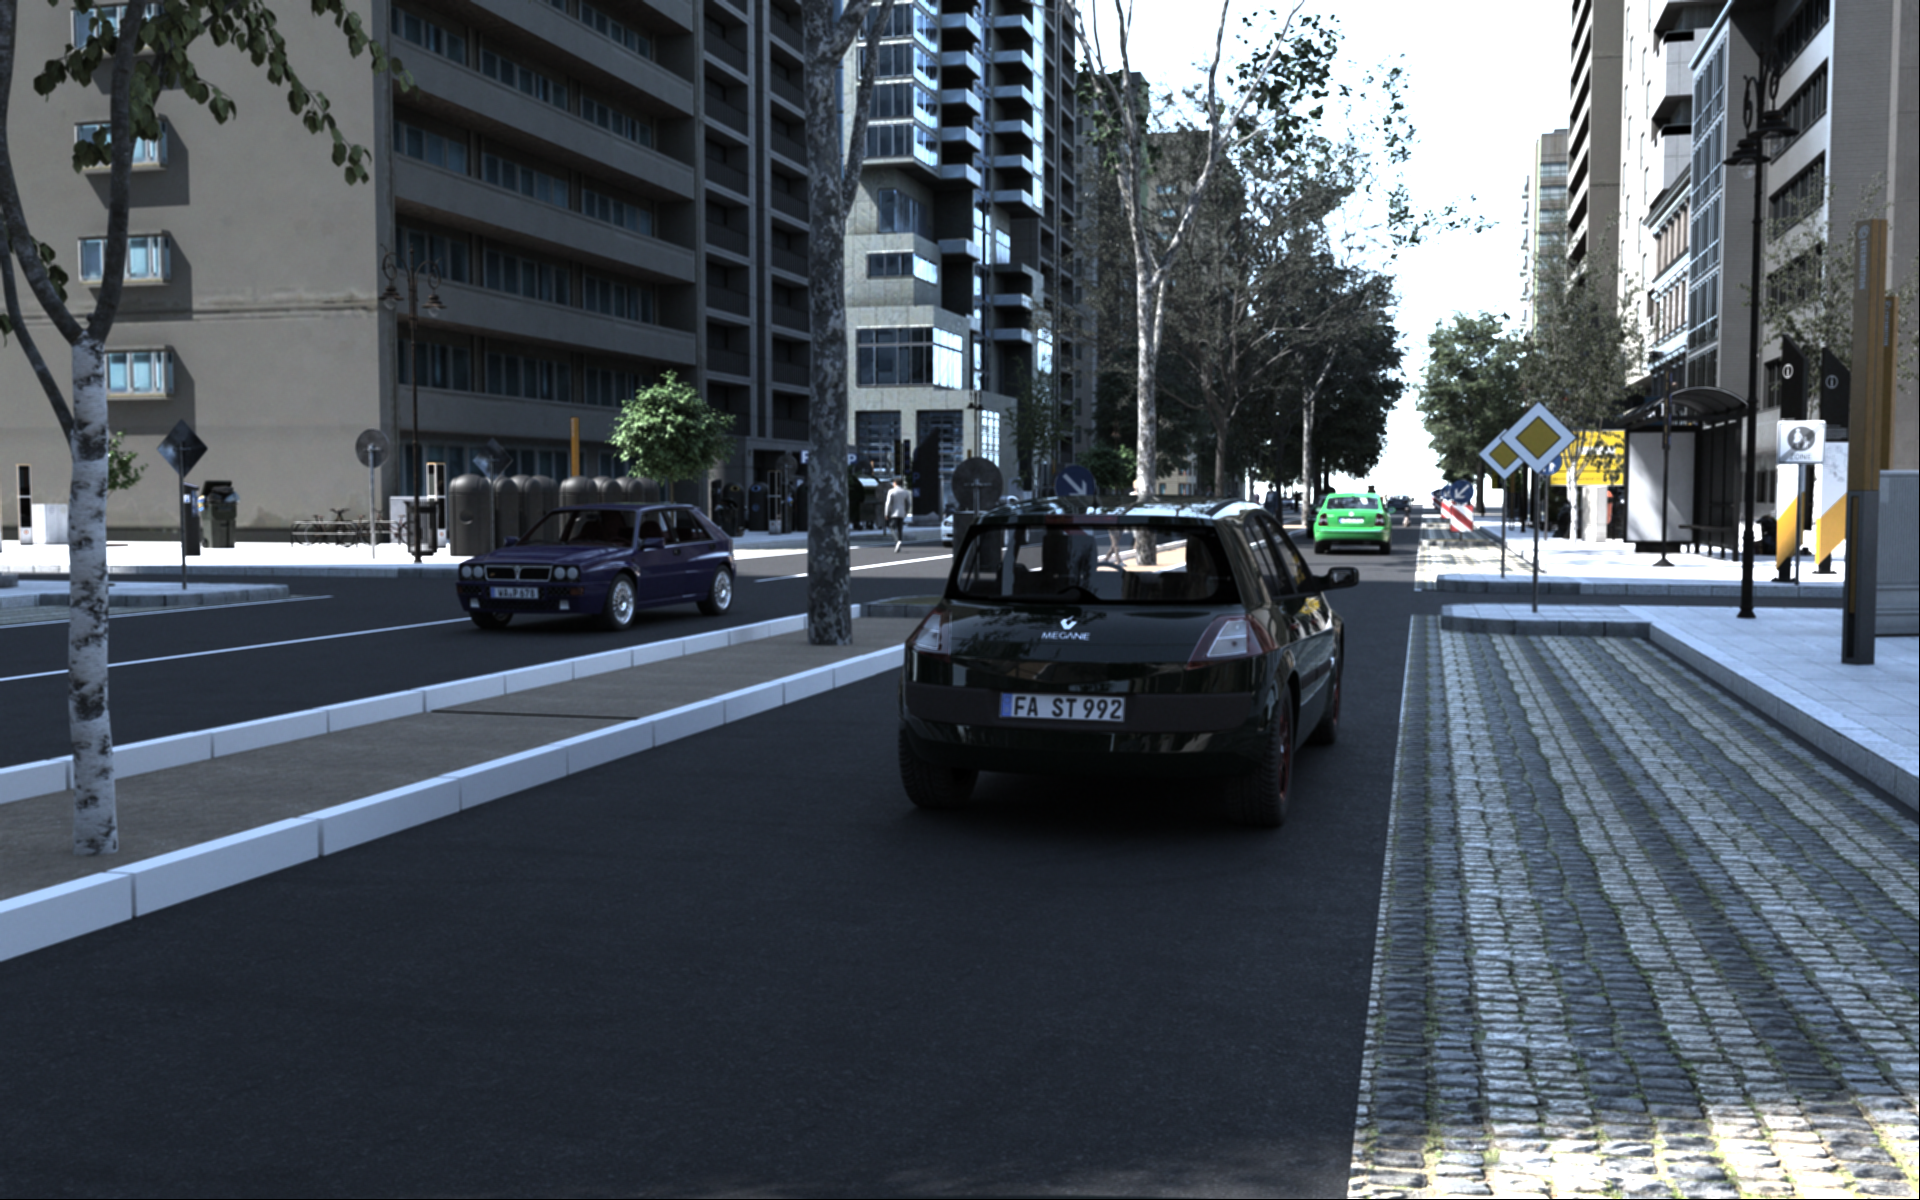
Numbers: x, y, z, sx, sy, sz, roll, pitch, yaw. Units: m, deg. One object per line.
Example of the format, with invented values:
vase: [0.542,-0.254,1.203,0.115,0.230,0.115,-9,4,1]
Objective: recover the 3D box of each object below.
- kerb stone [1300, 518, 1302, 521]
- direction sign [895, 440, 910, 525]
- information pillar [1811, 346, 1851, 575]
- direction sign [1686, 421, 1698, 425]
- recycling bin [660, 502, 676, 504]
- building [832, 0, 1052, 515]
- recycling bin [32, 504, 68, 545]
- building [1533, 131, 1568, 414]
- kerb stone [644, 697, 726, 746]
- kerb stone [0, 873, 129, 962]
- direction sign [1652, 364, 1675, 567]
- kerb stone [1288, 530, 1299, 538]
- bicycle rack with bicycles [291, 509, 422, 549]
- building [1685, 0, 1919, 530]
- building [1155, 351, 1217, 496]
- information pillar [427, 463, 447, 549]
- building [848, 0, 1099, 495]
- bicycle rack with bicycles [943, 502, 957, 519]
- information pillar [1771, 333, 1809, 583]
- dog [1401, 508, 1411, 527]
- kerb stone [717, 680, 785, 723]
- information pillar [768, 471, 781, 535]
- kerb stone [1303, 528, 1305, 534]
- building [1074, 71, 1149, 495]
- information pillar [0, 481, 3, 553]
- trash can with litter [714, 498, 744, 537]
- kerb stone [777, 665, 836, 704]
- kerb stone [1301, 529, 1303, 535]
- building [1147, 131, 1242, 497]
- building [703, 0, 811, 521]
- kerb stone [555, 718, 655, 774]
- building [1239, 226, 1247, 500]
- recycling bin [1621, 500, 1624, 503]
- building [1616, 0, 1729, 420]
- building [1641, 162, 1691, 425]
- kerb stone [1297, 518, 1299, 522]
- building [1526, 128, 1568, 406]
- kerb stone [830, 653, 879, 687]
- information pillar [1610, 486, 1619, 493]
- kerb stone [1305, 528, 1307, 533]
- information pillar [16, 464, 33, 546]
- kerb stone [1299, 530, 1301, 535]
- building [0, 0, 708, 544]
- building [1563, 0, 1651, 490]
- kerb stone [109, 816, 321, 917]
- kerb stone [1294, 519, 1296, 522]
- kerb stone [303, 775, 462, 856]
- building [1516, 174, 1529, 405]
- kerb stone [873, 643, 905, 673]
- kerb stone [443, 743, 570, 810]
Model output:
kerb stone: [17.447,-4.122,89.597,0.120,0.150,1.000,1,4,15]
direction sign: [-2.402,-4.908,72.242,0.876,3.537,0.379,3,5,42]
information pillar: [13.888,-2.215,27.573,0.504,3.616,0.183,-1,4,-11]
direction sign: [22.140,-3.691,52.353,0.379,3.537,0.876,0,4,-3]
recycling bin: [-9.286,-2.519,53.742,0.722,1.027,0.722,1,4,18]
building: [-5.623,-49.514,122.225,22.319,86.520,31.000,1,4,15]
recycling bin: [-23.237,-1.928,44.079,0.722,1.027,0.722,1,4,19]
building: [72.600,-31.400,196.990,14.154,41.232,14.086,1,4,15]
kerb stone: [-1.658,0.728,10.319,0.120,0.150,1.000,1,4,15]
kerb stone: [-2.982,1.029,5.375,0.120,0.150,1.000,1,4,15]
direction sign: [12.440,-2.356,30.518,0.379,3.537,0.876,2,4,28]
kerb stone: [11.232,-2.208,58.329,0.120,0.150,1.000,1,4,15]
bicycle rack with bicycles: [-14.917,-1.746,41.928,2.925,0.926,2.852,1,4,16]
building: [35.471,-14.833,61.580,14.314,24.678,30.058,1,4,15]
building: [15.998,-22.476,212.528,27.650,21.520,28.899,1,4,15]
information pillar: [-12.350,-2.226,40.892,0.304,2.012,0.304,2,4,32]
building: [1.123,-43.382,147.554,20.563,71.187,20.611,1,4,15]
bicycle rack with bicycles: [-1.173,-4.198,82.016,2.852,0.926,2.925,2,4,23]
information pillar: [12.037,-2.062,25.064,0.183,3.616,0.504,-1,4,-12]
dog: [19.591,-3.636,76.291,0.800,0.831,0.513,-3,4,-36]
kerb stone: [-1.391,0.666,11.305,0.120,0.150,1.000,1,4,15]
information pillar: [-5.836,-3.064,54.594,0.304,2.012,0.304,2,4,24]
kerb stone: [12.025,-2.391,61.294,0.120,0.150,1.000,1,4,15]
building: [9.807,-29.410,164.440,14.154,41.232,14.086,1,4,15]
information pillar: [-20.975,-2.021,37.538,0.304,2.012,0.304,-3,5,-39]
trash can with litter: [-6.868,-2.467,51.724,0.624,1.170,1.055,1,4,14]
kerb stone: [-1.121,0.606,12.294,0.120,0.150,1.000,1,4,15]
kerb stone: [11.762,-2.329,60.307,0.120,0.150,1.000,1,4,15]
building: [26.330,-37.431,235.697,21.300,48.544,21.600,1,4,15]
building: [-16.207,-39.474,83.659,20.563,71.187,20.611,1,4,15]
kerb stone: [-1.927,0.787,9.332,0.120,0.150,1.000,1,4,15]
building: [34.197,-34.797,252.522,14.154,41.232,14.086,1,4,15]
recycling bin: [30.288,-4.011,78.141,0.722,1.027,0.722,0,4,1]
building: [57.189,-31.771,108.695,28.713,52.752,27.495,1,4,15]
building: [40.428,-13.535,85.918,10.561,19.102,19.286,1,4,15]
kerb stone: [16.918,-4.001,87.612,0.120,0.150,1.000,1,4,15]
building: [76.707,-34.319,211.234,14.600,45.320,14.200,1,4,15]
kerb stone: [-0.854,0.545,13.281,0.120,0.150,1.000,1,4,15]
information pillar: [31.658,-4.854,83.849,0.304,2.012,0.304,-1,4,-13]
kerb stone: [12.294,-2.452,62.280,0.120,0.150,1.000,1,4,15]
information pillar: [-23.304,-2.365,43.164,0.304,2.012,0.304,-2,4,-31]
kerb stone: [11.500,-2.270,59.316,0.120,0.150,1.000,1,4,15]
building: [-22.426,-26.436,55.937,21.300,48.544,21.600,1,4,15]
building: [59.106,-31.231,134.320,21.300,48.544,21.600,1,4,15]
kerb stone: [-2.719,0.968,6.363,0.120,0.150,1.000,1,4,15]
kerb stone: [16.388,-3.879,85.634,0.120,0.150,1.000,1,4,15]
kerb stone: [-2.447,0.909,7.353,0.120,0.150,1.000,1,4,15]
building: [86.712,-37.460,232.080,23.786,49.044,30.456,1,4,15]
kerb stone: [-0.599,0.492,14.271,0.120,0.150,1.000,1,4,15]
kerb stone: [-2.187,0.847,8.343,0.120,0.150,1.000,1,4,15]
